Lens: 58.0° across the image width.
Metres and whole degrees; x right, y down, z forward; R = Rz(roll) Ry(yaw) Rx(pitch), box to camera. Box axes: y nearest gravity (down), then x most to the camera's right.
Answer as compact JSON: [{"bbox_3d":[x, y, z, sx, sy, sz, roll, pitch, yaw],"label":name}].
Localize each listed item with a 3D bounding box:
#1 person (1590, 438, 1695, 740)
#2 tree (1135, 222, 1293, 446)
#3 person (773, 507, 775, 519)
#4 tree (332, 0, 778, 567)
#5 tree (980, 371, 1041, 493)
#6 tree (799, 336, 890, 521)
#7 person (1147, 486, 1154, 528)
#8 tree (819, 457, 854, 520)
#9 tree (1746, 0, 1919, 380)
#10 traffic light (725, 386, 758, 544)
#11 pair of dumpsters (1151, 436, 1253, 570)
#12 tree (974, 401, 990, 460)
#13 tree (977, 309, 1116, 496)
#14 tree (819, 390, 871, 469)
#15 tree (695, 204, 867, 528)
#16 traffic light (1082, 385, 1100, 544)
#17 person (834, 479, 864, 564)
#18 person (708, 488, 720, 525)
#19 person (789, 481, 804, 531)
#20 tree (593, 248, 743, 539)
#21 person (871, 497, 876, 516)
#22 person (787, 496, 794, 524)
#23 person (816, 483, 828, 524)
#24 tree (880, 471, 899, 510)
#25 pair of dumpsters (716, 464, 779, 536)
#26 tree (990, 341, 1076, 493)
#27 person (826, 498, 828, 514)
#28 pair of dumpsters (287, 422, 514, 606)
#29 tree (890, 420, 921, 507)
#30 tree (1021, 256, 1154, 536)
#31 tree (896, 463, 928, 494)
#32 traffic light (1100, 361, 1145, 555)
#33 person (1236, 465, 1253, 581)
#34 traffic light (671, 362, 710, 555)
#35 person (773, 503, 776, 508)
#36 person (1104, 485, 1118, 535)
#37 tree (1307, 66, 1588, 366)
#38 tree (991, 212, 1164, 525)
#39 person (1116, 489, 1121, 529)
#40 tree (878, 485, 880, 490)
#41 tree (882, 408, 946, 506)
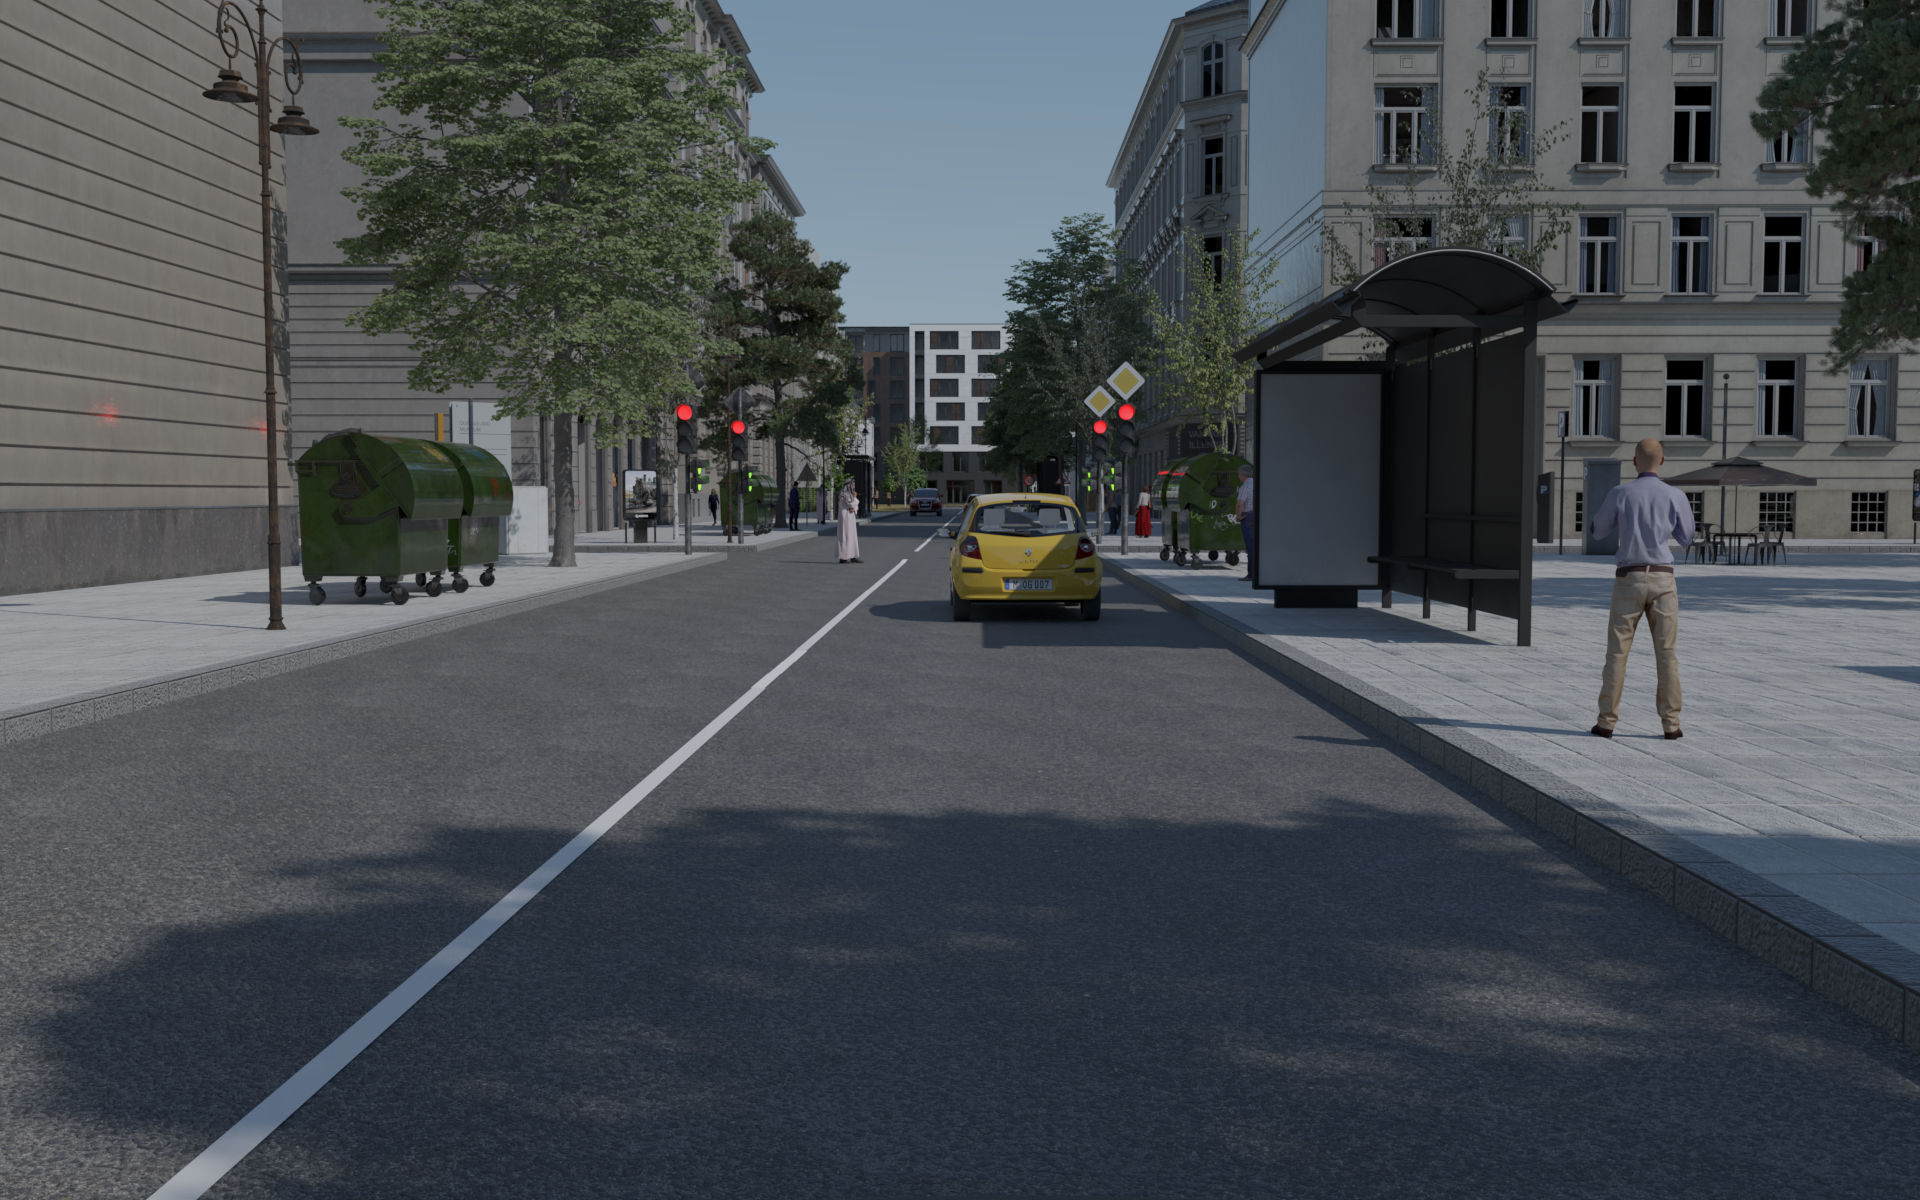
[{"bbox_3d":[3.588,-0.063,9.132,0.516,1.574,0.319,1,4,22],"label":"person"},{"bbox_3d":[6.917,-5.868,46.302,4.737,8.622,4.395,0,3,0],"label":"tree"},{"bbox_3d":[-9.738,-5.035,89.841,0.415,1.643,0.593,3,5,40],"label":"person"},{"bbox_3d":[-7.128,-6.880,30.608,7.486,12.596,7.792,0,3,0],"label":"tree"},{"bbox_3d":[5.011,-13.536,143.363,6.751,12.117,7.091,0,3,0],"label":"tree"},{"bbox_3d":[-6.055,-8.024,81.551,4.737,8.622,4.395,0,3,0],"label":"tree"},{"bbox_3d":[7.239,-3.551,66.055,0.435,1.587,0.963,-1,4,-13],"label":"person"},{"bbox_3d":[-6.259,-5.549,85.326,1.663,3.219,1.824,0,3,0],"label":"tree"},{"bbox_3d":[12.094,-5.912,18.724,6.751,12.117,7.091,0,3,0],"label":"tree"},{"bbox_3d":[-5.618,-3.375,44.431,0.839,4.213,0.868,0,4,1],"label":"traffic light"},{"bbox_3d":[4.431,-1.750,31.106,1.574,2.255,4.436,0,4,1],"label":"pair of dumpsters"},{"bbox_3d":[5.439,-15.529,161.316,7.806,13.903,7.818,0,3,0],"label":"tree"},{"bbox_3d":[4.761,-9.137,83.798,7.601,10.594,8.767,1,4,22],"label":"tree"},{"bbox_3d":[-7.621,-9.904,112.296,4.360,8.622,3.978,0,3,0],"label":"tree"},{"bbox_3d":[-6.771,-8.747,65.064,6.751,12.117,7.091,0,3,0],"label":"tree"},{"bbox_3d":[3.543,-3.369,44.333,0.839,4.213,0.868,0,4,1],"label":"traffic light"},{"bbox_3d":[-2.282,-1.622,35.681,0.621,1.740,0.551,0,4,-6],"label":"person"},{"bbox_3d":[-10.107,-3.824,71.104,0.480,1.512,0.613,-1,4,-14],"label":"person"},{"bbox_3d":[-5.679,-3.269,60.198,0.576,1.737,0.504,3,5,43],"label":"person"},{"bbox_3d":[-8.284,-6.017,48.733,4.360,8.622,3.978,0,3,0],"label":"tree"},{"bbox_3d":[-5.325,-5.771,102.763,0.453,1.535,0.546,2,4,28],"label":"person"},{"bbox_3d":[-7.204,-4.025,75.037,0.628,1.438,0.799,-2,4,-24],"label":"person"},{"bbox_3d":[-5.976,-4.173,74.935,0.551,1.740,0.621,0,4,-3],"label":"person"},{"bbox_3d":[-5.580,-8.878,139.758,1.663,3.219,1.824,0,3,0],"label":"tree"},{"bbox_3d":[-6.701,-3.189,54.630,1.574,2.255,4.436,0,4,1],"label":"pair of dumpsters"},{"bbox_3d":[6.325,-13.431,127.014,7.806,13.903,7.818,0,3,0],"label":"tree"},{"bbox_3d":[-8.590,-6.151,109.082,0.523,1.526,0.387,-2,4,-24],"label":"person"},{"bbox_3d":[-6.974,-1.187,21.898,1.574,2.255,4.436,0,4,1],"label":"pair of dumpsters"},{"bbox_3d":[-5.581,-13.601,172.737,4.737,8.622,4.395,0,3,0],"label":"tree"},{"bbox_3d":[4.133,-6.264,52.774,4.360,8.622,3.978,0,3,0],"label":"tree"},{"bbox_3d":[-4.949,-11.960,179.256,4.285,4.588,4.351,0,3,0],"label":"tree"},{"bbox_3d":[3.444,-2.881,36.349,0.839,4.213,0.868,0,4,1],"label":"traffic light"},{"bbox_3d":[4.238,-1.136,25.557,0.756,1.711,0.436,-3,4,-38],"label":"person"},{"bbox_3d":[-5.717,-2.887,36.446,0.839,4.213,0.868,0,4,1],"label":"traffic light"},{"bbox_3d":[-8.504,-4.413,78.720,0.617,1.759,0.750,0,4,7],"label":"person"},{"bbox_3d":[4.707,-2.968,55.108,0.750,1.759,0.617,3,5,41],"label":"person"},{"bbox_3d":[8.414,-4.853,29.701,4.360,8.622,3.978,0,3,0],"label":"tree"},{"bbox_3d":[4.708,-9.308,70.308,7.486,12.596,7.792,0,3,0],"label":"tree"},{"bbox_3d":[5.663,-3.323,62.590,0.499,1.552,0.429,1,4,9],"label":"person"},{"bbox_3d":[-6.341,-6.962,108.433,1.663,3.219,1.824,0,3,0],"label":"tree"},{"bbox_3d":[-5.023,-15.457,187.138,7.601,10.594,8.767,1,4,11],"label":"tree"}]
